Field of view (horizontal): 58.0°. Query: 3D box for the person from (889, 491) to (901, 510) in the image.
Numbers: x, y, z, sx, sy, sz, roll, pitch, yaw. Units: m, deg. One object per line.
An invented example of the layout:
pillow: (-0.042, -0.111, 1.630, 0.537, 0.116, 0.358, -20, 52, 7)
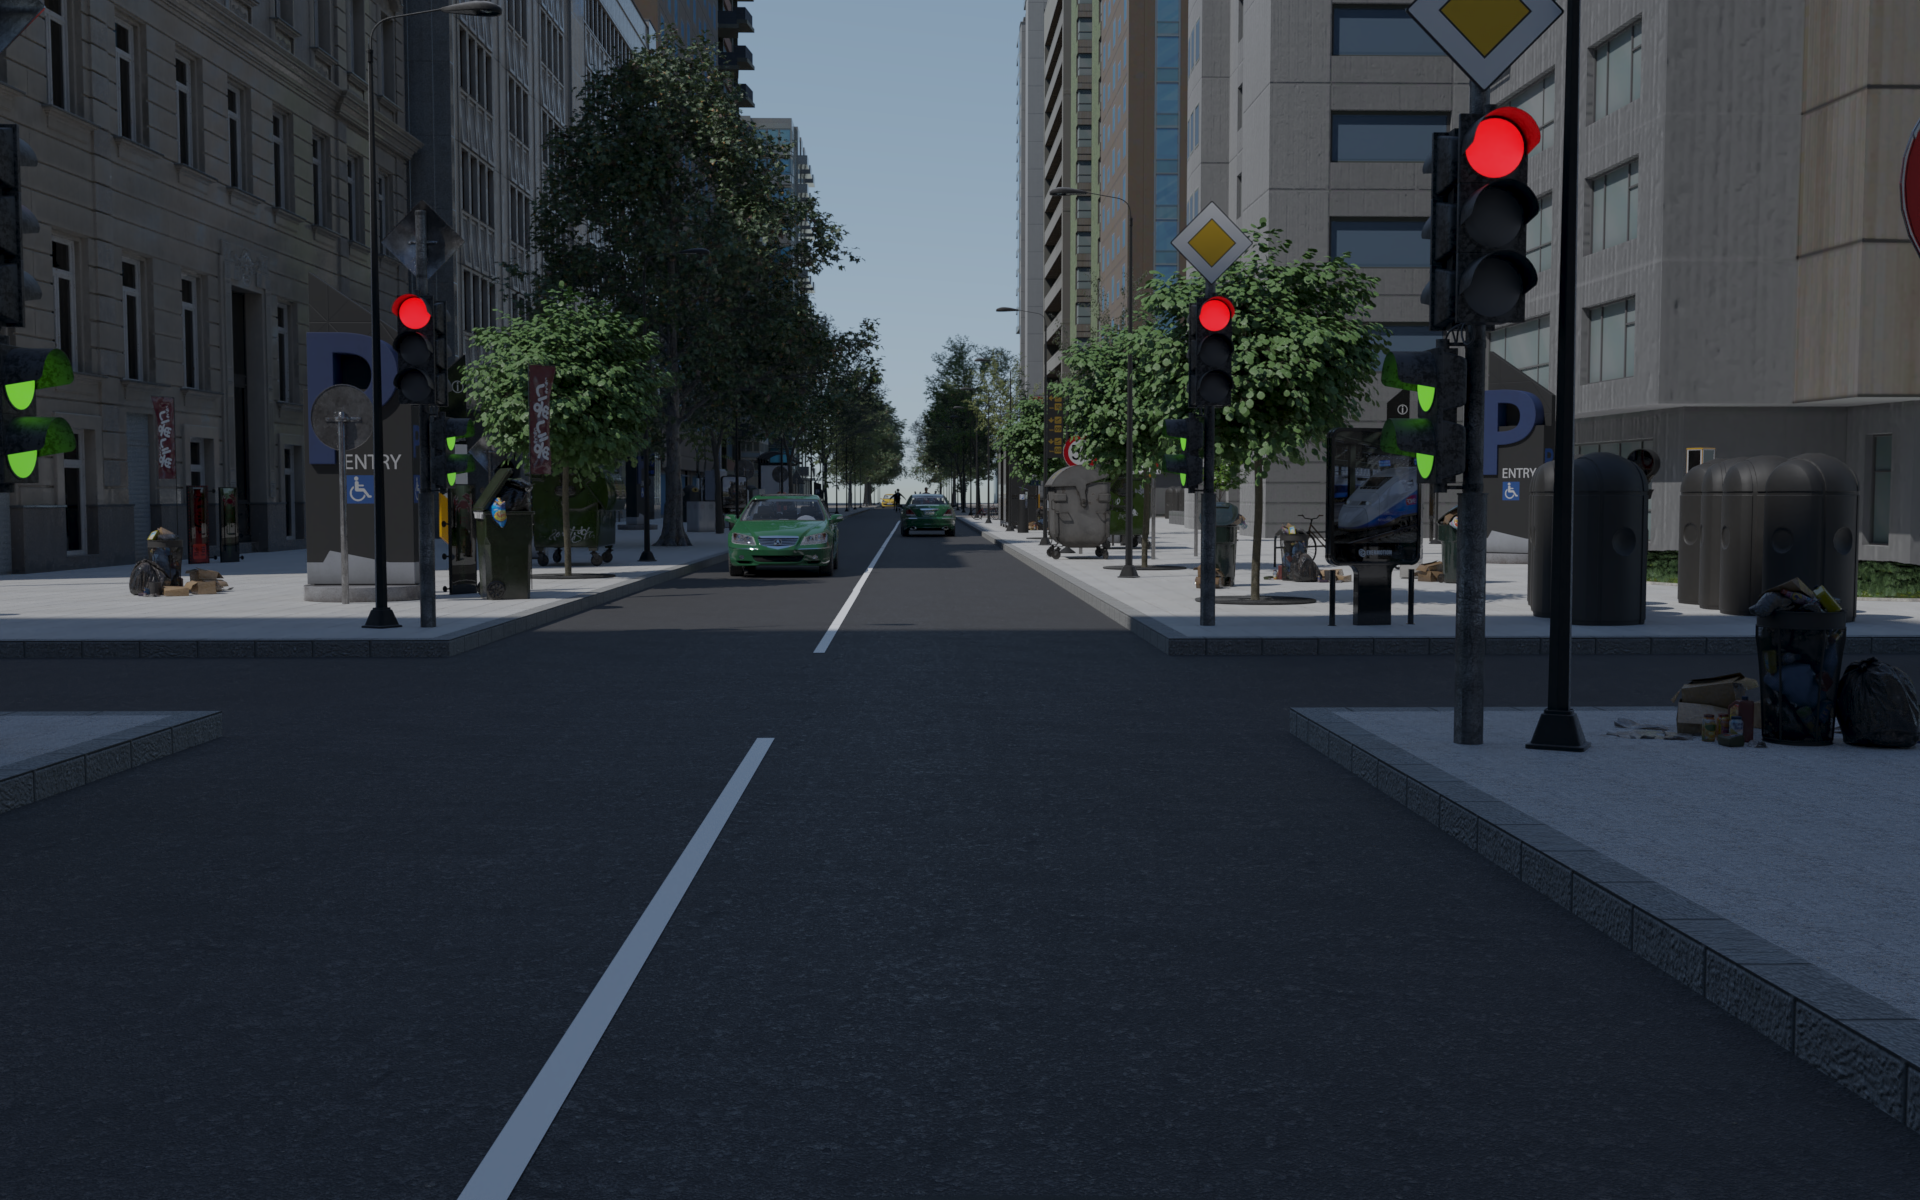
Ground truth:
person: (-5.906, -9.093, 157.695, 1.217, 1.766, 0.721, -1, 4, -23)

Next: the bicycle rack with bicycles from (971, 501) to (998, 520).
bicycle rack with bicycles: (2.252, -4.461, 86.323, 2.925, 0.926, 2.852, 1, 4, 17)

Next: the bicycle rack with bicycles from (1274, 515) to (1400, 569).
bicycle rack with bicycles: (6.965, -1.032, 30.251, 2.925, 0.926, 2.852, -3, 5, -41)

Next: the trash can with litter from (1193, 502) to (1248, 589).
trash can with litter: (3.570, -0.761, 23.835, 0.624, 1.170, 1.055, 1, 4, 18)

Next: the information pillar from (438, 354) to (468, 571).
information pillar: (-8.448, -2.296, 28.901, 0.504, 3.616, 0.183, -3, 5, -39)

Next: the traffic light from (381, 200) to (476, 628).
traffic light: (-5.111, -1.692, 16.586, 0.839, 4.253, 0.868, 0, 4, -1)

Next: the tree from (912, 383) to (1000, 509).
tree: (0.118, -12.829, 144.160, 8.767, 10.594, 7.601, -1, 4, -20)

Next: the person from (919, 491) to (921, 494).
person: (-4.588, -11.707, 200.638, 1.217, 1.736, 0.721, 0, 4, -6)

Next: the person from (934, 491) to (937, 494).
person: (-2.049, -8.213, 143.718, 0.436, 1.711, 0.756, 3, 4, 39)

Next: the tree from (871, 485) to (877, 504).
tree: (-12.290, -14.753, 235.811, 1.663, 3.219, 1.824, 0, 3, 0)

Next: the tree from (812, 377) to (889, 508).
tree: (-10.538, -15.065, 164.436, 7.486, 12.596, 7.792, 0, 3, 0)

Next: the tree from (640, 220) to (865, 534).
tree: (-7.764, -7.446, 56.157, 8.767, 10.594, 7.601, 0, 4, 0)

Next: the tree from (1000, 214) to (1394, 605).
tree: (3.457, -2.250, 20.494, 4.285, 4.588, 4.351, 0, 3, 0)

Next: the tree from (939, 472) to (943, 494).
tree: (-2.648, -19.415, 227.806, 12.009, 13.543, 11.850, 0, 3, 0)

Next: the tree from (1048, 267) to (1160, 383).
tree: (4.951, -6.413, 55.219, 4.360, 8.622, 3.978, 0, 3, 0)

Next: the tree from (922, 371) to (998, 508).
tree: (-0.029, -14.696, 158.408, 7.486, 12.596, 7.792, 0, 3, 0)

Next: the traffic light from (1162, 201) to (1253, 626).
traffic light: (2.398, -1.705, 16.792, 0.839, 4.253, 0.868, 0, 4, -1)

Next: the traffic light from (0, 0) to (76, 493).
traffic light: (-4.908, -1.204, 8.604, 0.839, 4.253, 0.868, 0, 4, -1)

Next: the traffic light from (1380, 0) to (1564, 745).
traffic light: (2.600, -1.216, 8.809, 0.839, 4.253, 0.868, 0, 4, -1)

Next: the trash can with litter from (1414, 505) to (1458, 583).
trash can with litter: (7.010, -0.838, 25.092, 0.624, 1.170, 1.055, -2, 4, -32)

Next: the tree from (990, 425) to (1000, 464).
tree: (3.103, -2.805, 29.578, 4.285, 4.588, 4.351, 0, 3, 0)

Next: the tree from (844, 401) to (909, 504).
tree: (-11.240, -18.977, 216.932, 9.857, 13.997, 8.962, 0, 3, 0)

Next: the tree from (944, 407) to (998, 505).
tree: (-0.479, -15.786, 175.101, 9.611, 12.733, 9.660, 0, 3, 0)

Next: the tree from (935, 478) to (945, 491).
tree: (-2.446, -17.808, 241.515, 4.360, 8.622, 3.978, 0, 3, 0)

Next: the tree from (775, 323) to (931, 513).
tree: (-9.250, -12.720, 118.347, 12.009, 13.543, 11.850, 0, 3, 0)

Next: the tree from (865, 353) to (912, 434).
tree: (-6.989, -8.459, 72.724, 8.767, 10.594, 7.601, 0, 4, 6)

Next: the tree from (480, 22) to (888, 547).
tree: (-7.038, -7.683, 42.629, 9.611, 12.733, 9.660, 0, 3, 0)

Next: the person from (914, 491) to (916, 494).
person: (-6.005, -13.580, 230.557, 0.705, 1.821, 1.348, 1, 4, 10)

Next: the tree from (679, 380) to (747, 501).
tree: (-12.262, -8.091, 82.648, 4.737, 8.622, 4.395, 0, 3, 0)

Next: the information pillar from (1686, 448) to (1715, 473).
information pillar: (11.814, -1.418, 27.672, 0.304, 2.012, 0.304, -2, 4, -28)

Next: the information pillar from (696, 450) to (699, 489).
information pillar: (-13.845, -6.122, 91.444, 0.183, 3.616, 0.504, -1, 4, -17)

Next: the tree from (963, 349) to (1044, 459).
tree: (2.381, -8.445, 88.446, 4.737, 8.622, 4.395, 0, 3, 0)

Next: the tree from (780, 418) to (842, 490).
tree: (-8.360, -9.072, 98.686, 4.737, 8.622, 4.395, 0, 3, 0)

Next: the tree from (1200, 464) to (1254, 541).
tree: (7.099, -3.213, 47.140, 1.663, 3.219, 1.824, 0, 3, 0)

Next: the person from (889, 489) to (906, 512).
person: (-4.876, -7.829, 136.139, 1.348, 1.869, 0.705, 0, 4, 5)

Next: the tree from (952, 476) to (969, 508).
tree: (0.245, -10.437, 165.243, 1.663, 3.219, 1.824, 0, 3, 0)

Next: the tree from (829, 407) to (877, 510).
tree: (-8.671, -11.361, 136.117, 4.360, 8.622, 3.978, 0, 3, 0)

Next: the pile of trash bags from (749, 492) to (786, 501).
pile of trash bags: (-7.497, -3.652, 69.456, 1.912, 1.369, 3.447, -1, 4, -21)

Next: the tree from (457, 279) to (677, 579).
tree: (-5.983, -2.626, 26.655, 4.285, 4.588, 4.351, 0, 3, 0)

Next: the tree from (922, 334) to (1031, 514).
tree: (1.066, -11.457, 113.070, 9.928, 11.665, 9.643, 0, 3, 0)

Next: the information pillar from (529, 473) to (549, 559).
information pillar: (-8.305, -1.813, 34.134, 0.304, 2.012, 0.304, 0, 4, 0)

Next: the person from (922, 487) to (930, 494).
person: (-1.886, -5.409, 96.878, 1.348, 1.831, 0.705, 0, 4, -4)

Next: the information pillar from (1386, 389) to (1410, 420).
information pillar: (9.282, -2.774, 36.708, 0.504, 3.616, 0.183, 1, 4, 10)
